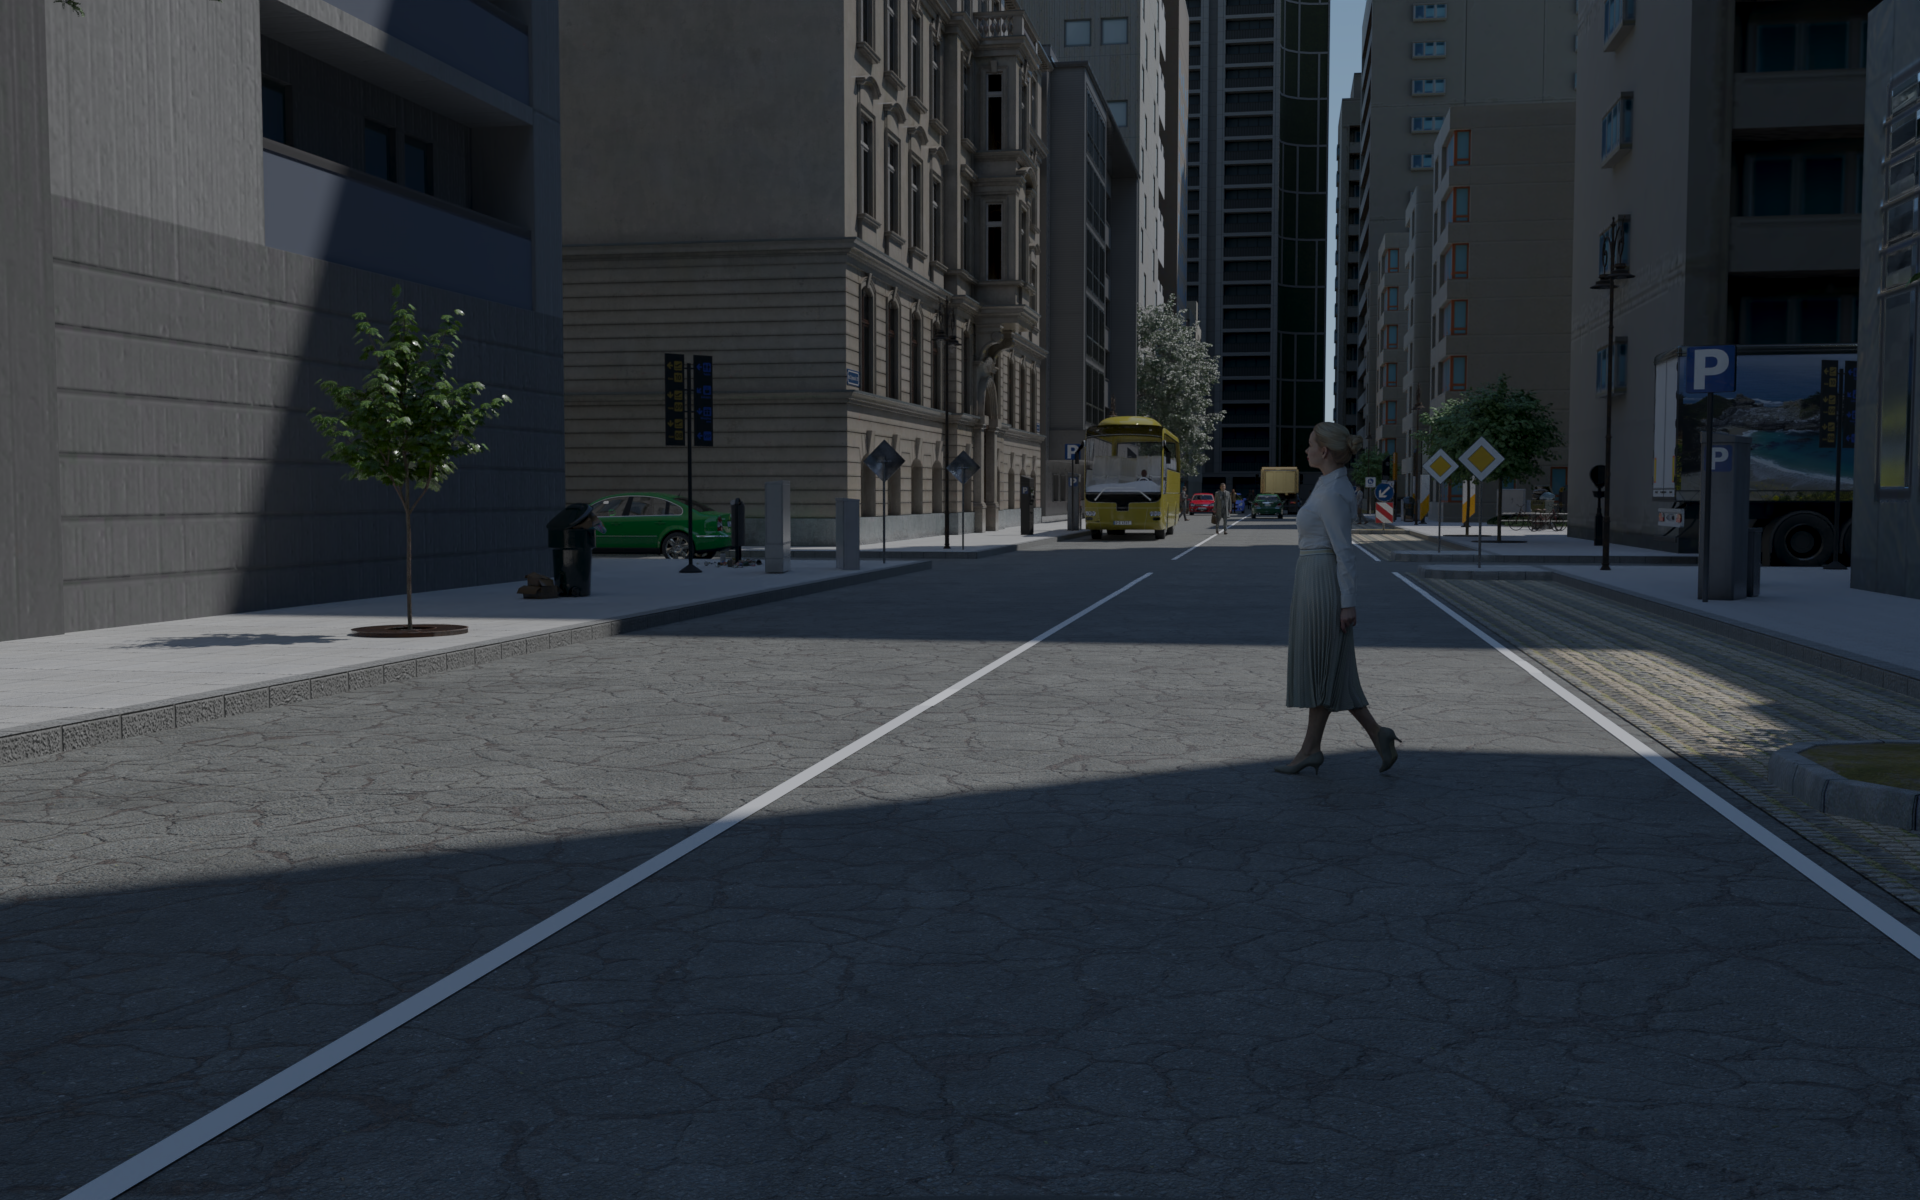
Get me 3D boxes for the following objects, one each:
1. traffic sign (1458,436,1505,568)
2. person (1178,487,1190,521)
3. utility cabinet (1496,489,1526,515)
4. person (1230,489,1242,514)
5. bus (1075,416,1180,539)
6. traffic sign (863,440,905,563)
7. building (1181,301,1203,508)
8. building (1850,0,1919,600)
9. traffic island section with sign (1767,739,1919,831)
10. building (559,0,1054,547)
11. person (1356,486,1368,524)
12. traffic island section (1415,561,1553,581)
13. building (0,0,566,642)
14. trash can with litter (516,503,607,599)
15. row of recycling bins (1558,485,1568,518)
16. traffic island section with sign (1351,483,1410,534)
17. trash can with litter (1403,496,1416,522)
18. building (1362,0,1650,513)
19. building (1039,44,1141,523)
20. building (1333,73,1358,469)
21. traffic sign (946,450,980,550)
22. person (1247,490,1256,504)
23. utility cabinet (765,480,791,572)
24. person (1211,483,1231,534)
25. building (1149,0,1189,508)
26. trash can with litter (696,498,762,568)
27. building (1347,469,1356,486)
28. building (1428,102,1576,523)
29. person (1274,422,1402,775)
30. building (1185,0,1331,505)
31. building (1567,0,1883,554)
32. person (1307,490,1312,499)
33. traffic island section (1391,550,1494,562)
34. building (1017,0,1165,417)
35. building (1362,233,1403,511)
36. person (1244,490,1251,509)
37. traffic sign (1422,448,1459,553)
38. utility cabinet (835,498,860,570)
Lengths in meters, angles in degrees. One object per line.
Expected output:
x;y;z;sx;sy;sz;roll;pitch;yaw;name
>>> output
9.011;-1.612;29.991;0.795;2.450;0.064;1;4;11;traffic sign
11.794;-5.087;91.637;0.822;1.834;0.622;-1;4;-15;person
23.968;-4.078;75.350;1.173;1.500;0.318;3;4;39;utility cabinet
19.603;-7.081;124.376;1.348;1.812;0.705;1;4;18;person
5.904;-4.086;58.350;2.896;3.916;12.252;1;4;9;bus
-1.399;-1.732;31.956;0.795;2.450;0.064;1;4;11;traffic sign
9.604;-20.313;177.165;28.899;21.520;27.650;1;4;11;building
20.260;-42.267;3.731;22.319;86.520;31.000;1;4;11;building
4.910;0.042;7.948;1.989;1.847;2.006;1;4;11;traffic island section with sign
-4.648;-14.667;58.886;14.460;24.649;34.723;1;4;11;building
18.805;-4.463;81.594;0.853;1.813;0.709;0;4;-8;person
9.035;-0.476;30.064;2.009;0.180;2.903;1;4;11;traffic island section
-20.749;-29.450;23.503;28.212;58.520;21.231;1;4;11;building
-4.945;-0.617;21.475;0.624;1.170;1.055;2;4;32;trash can with litter
26.191;-4.096;74.085;1.069;1.692;3.534;1;4;16;row of recycling bins
15.053;-3.270;62.090;1.989;1.847;2.006;1;4;11;traffic island section with sign
20.617;-4.154;79.305;0.624;1.170;1.055;1;4;9;trash can with litter
46.244;-32.279;151.464;21.300;48.544;21.600;1;4;11;building
1.118;-16.632;90.996;14.314;24.678;30.058;1;4;11;building
54.546;-35.334;201.405;21.600;48.544;21.300;1;4;11;building
0.073;-2.212;39.805;0.795;2.450;0.064;1;4;11;traffic sign
25.260;-8.602;149.282;1.348;1.807;0.705;-2;4;-29;person
-3.001;-1.207;28.421;0.318;1.500;1.173;0;4;0;utility cabinet
9.299;-3.236;61.517;0.694;1.812;0.767;0;4;-2;person
12.190;-30.512;148.975;14.600;45.320;14.200;1;4;11;building
-4.123;-1.222;31.045;1.678;1.210;2.233;0;4;-1;trash can with litter
49.042;-44.858;171.682;20.563;71.187;20.611;1;4;11;building
38.079;-14.936;89.240;27.650;21.520;28.899;1;4;11;building
1.937;-0.006;8.823;0.641;1.798;0.478;2;4;25;person
32.972;-46.870;204.581;20.611;71.187;20.563;1;4;11;building
27.758;-25.729;44.370;21.600;48.544;21.300;1;4;11;building
34.754;-9.999;171.989;0.705;1.823;1.348;-1;4;-10;person
10.507;-0.956;37.912;2.009;0.180;2.903;1;4;11;traffic island section
1.110;-33.053;129.648;28.713;52.752;27.495;1;4;11;building
44.345;-17.218;126.560;27.650;21.520;28.899;1;4;11;building
27.518;-9.521;164.304;1.348;1.807;0.705;2;4;30;person
10.482;-2.092;37.840;0.795;2.450;0.064;1;4;11;traffic sign
-1.919;-1.132;29.674;0.306;1.237;1.020;-1;4;-11;utility cabinet
